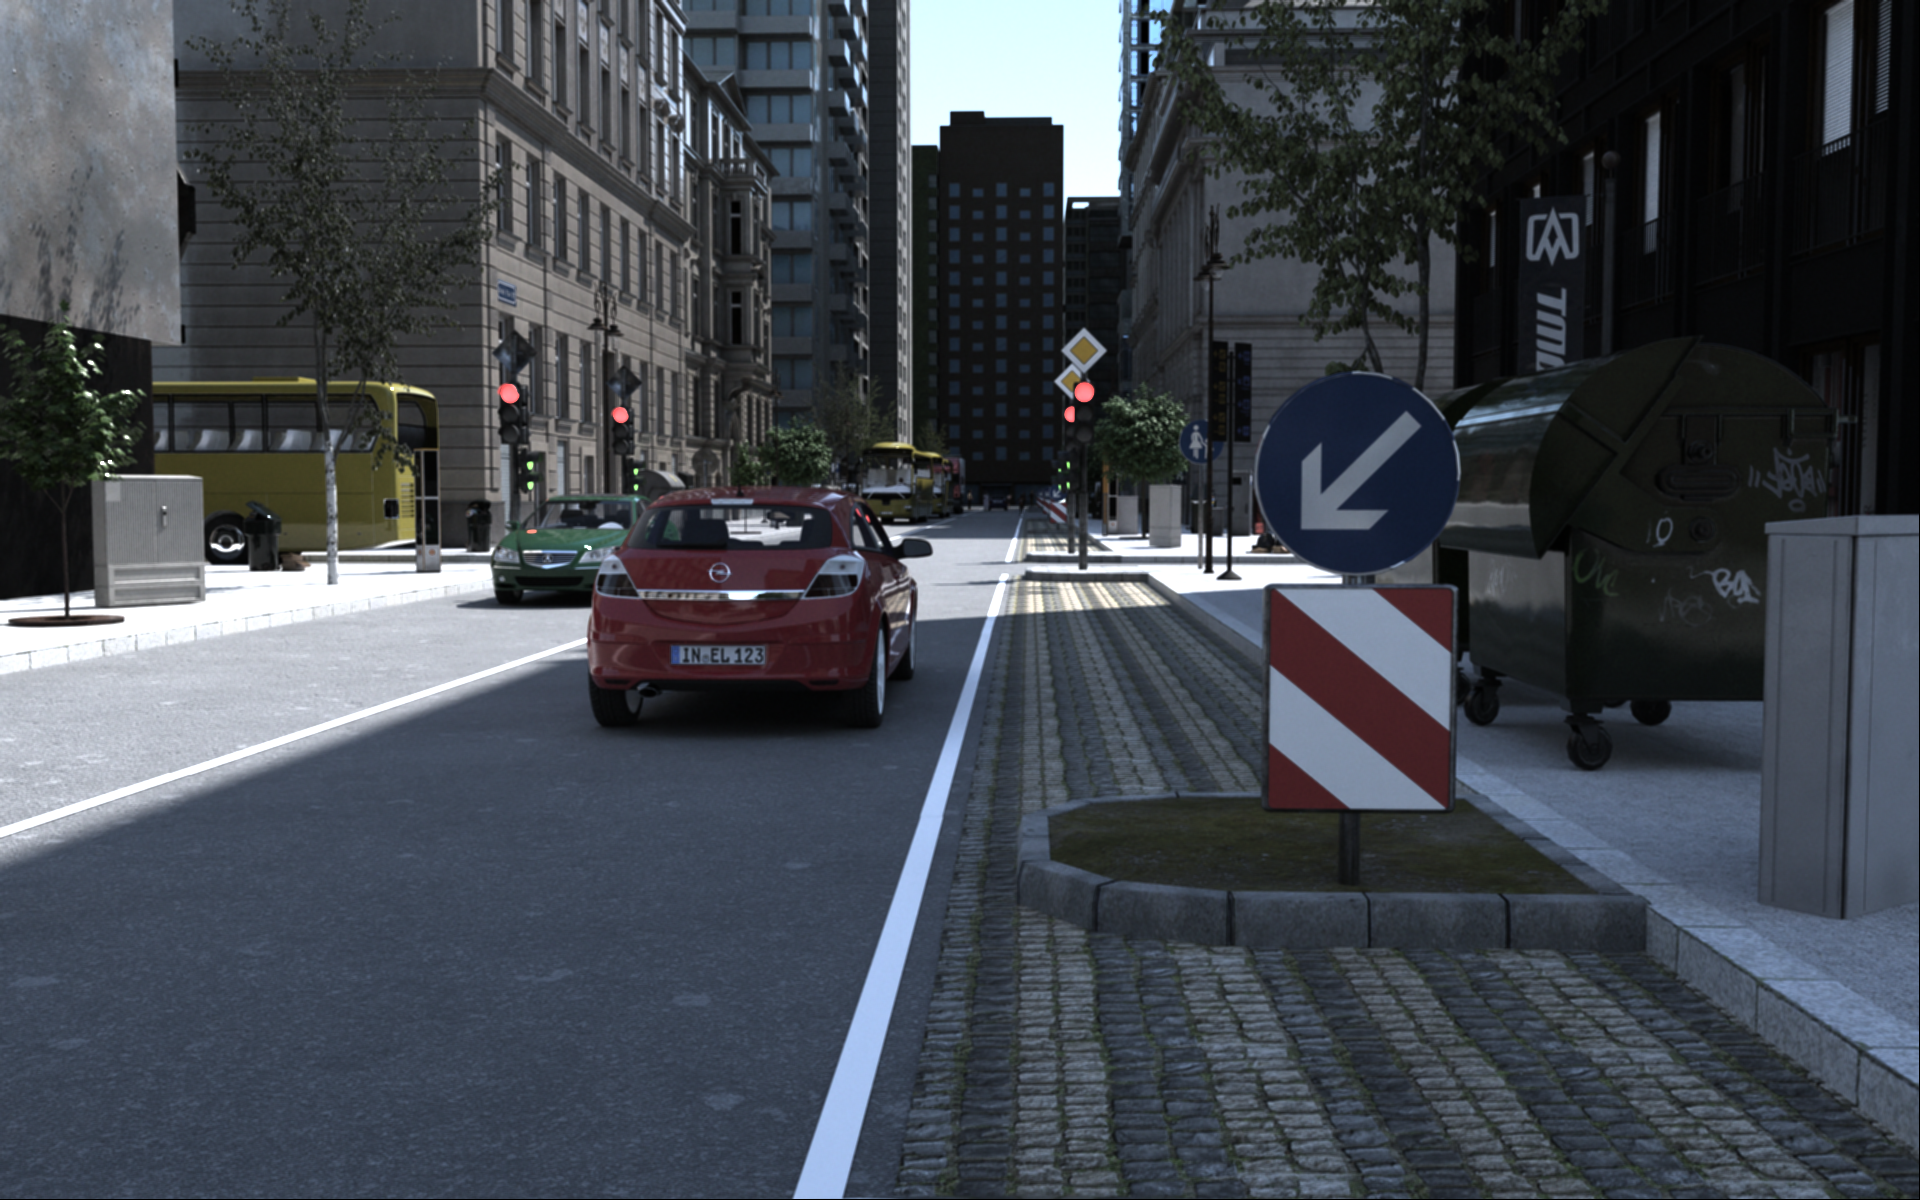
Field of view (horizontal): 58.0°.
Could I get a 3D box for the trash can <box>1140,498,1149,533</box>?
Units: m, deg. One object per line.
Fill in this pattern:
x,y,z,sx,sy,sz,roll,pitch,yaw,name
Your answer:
6.312,-2.787,57.223,0.748,1.137,0.748,0,3,0,trash can

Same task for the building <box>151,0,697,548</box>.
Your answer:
-16.334,-15.610,52.486,12.463,27.353,25.104,0,4,2,building

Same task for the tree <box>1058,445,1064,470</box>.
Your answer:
6.821,-6.834,95.445,4.285,4.588,4.351,0,3,0,tree

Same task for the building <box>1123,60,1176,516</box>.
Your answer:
16.232,-18.470,99.240,12.463,27.353,25.104,0,4,2,building

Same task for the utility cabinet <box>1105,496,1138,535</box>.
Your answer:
5.099,-2.660,54.655,1.020,1.237,0.306,0,4,1,utility cabinet

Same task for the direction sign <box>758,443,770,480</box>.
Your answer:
-8.710,-5.209,77.158,0.379,3.537,0.876,-3,5,-42,direction sign

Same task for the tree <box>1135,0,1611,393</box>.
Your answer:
4.151,-4.055,16.661,4.737,8.622,4.395,0,3,0,tree

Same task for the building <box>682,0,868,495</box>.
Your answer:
-18.686,-31.086,127.872,23.786,49.044,30.456,0,4,2,building

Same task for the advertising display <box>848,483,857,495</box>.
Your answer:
-6.403,-5.828,100.502,0.974,1.923,0.123,-3,5,-41,advertising display

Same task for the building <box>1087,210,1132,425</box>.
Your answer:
19.959,-24.839,177.816,14.160,30.474,14.107,0,4,2,building

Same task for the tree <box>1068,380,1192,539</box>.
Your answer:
5.312,-4.056,50.029,4.285,4.588,4.351,0,3,0,tree

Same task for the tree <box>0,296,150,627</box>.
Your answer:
-8.755,-1.371,17.011,1.663,3.219,1.824,0,3,0,tree

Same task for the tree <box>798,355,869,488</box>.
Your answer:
-6.841,-8.675,92.193,4.360,8.622,3.978,0,3,0,tree

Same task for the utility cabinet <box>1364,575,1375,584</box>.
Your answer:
5.434,-0.814,21.983,1.173,1.500,0.318,-3,4,-38,utility cabinet

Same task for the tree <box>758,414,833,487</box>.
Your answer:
-6.756,-5.377,71.629,4.285,4.588,4.351,0,3,0,tree

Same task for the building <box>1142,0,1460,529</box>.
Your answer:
15.304,-14.252,74.816,13.314,21.916,24.055,0,4,2,building

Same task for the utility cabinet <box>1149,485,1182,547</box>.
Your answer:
4.936,-2.013,41.585,0.318,1.500,1.173,-1,4,-19,utility cabinet

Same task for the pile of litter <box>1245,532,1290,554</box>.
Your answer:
7.065,-1.437,37.468,1.719,0.858,1.176,1,4,16,pile of litter

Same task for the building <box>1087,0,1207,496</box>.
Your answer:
22.994,-51.424,153.456,22.319,86.520,31.000,0,4,2,building

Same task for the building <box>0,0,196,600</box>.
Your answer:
-20.009,-9.291,19.353,16.811,18.784,16.820,0,4,2,building

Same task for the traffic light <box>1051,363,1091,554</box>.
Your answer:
2.384,-2.955,37.235,0.839,4.253,0.868,0,4,2,traffic light

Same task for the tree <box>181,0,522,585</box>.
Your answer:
-8.638,-4.518,24.237,4.360,8.622,3.978,0,3,0,tree

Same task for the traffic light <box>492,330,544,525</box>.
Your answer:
-7.586,-2.489,29.620,0.839,4.253,0.868,0,4,2,traffic light

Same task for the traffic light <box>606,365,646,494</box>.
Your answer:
-7.270,-2.977,37.599,0.839,4.253,0.868,0,4,2,traffic light

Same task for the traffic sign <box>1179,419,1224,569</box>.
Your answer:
4.120,-1.804,29.608,0.768,2.556,0.104,0,4,8,traffic sign

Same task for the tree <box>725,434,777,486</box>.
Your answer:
-6.964,-3.758,56.046,1.663,3.219,1.824,0,3,0,tree

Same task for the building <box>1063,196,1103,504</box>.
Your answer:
24.412,-31.874,213.023,23.993,40.220,32.217,0,4,2,building

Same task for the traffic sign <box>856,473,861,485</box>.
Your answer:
-5.680,-6.181,101.163,0.768,2.556,0.104,1,4,8,traffic sign

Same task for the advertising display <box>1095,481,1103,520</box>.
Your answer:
6.971,-5.002,86.995,0.123,1.923,0.974,-1,4,-13,advertising display

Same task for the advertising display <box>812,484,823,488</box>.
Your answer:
-8.816,-6.165,106.017,0.974,1.923,0.123,3,4,36,advertising display

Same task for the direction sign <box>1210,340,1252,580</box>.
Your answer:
4.039,-2.072,25.879,0.876,3.537,0.379,-3,5,-40,direction sign

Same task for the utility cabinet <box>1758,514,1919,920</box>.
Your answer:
2.986,0.341,5.583,1.020,1.237,0.306,-2,4,-35,utility cabinet

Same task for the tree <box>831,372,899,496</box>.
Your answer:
-5.858,-9.480,105.362,4.737,8.622,4.395,0,3,0,tree

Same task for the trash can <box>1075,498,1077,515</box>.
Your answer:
6.959,-5.472,101.115,0.748,1.137,0.748,0,3,0,trash can

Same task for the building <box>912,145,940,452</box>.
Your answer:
-9.133,-31.947,205.923,14.086,41.232,14.154,0,4,2,building

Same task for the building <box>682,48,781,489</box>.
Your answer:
-16.537,-16.108,82.456,14.460,24.649,34.723,0,4,2,building

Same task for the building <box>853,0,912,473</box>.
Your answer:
-15.694,-45.049,174.801,20.611,71.187,20.563,0,4,2,building

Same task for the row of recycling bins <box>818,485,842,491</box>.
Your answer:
-6.065,-4.535,81.258,1.069,1.692,3.534,0,4,3,row of recycling bins

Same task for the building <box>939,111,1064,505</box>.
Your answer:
5.013,-33.975,205.607,14.200,45.320,14.600,0,4,2,building

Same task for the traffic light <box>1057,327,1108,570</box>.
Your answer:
2.068,-2.467,29.256,0.839,4.253,0.868,0,4,2,traffic light

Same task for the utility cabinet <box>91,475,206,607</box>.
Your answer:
-9.302,-0.686,19.895,0.318,1.500,1.173,2,4,35,utility cabinet

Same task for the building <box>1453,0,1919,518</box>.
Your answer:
13.316,-11.494,17.605,12.332,23.373,15.834,0,4,2,building

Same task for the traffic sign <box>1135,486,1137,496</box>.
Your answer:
5.616,-3.374,55.271,0.768,2.556,0.104,1,4,10,traffic sign

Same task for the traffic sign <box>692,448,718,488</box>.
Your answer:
-7.131,-2.954,48.398,0.768,2.556,0.104,1,4,8,traffic sign

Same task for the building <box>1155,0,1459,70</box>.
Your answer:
27.403,-26.620,127.120,32.217,40.220,23.993,0,4,2,building
